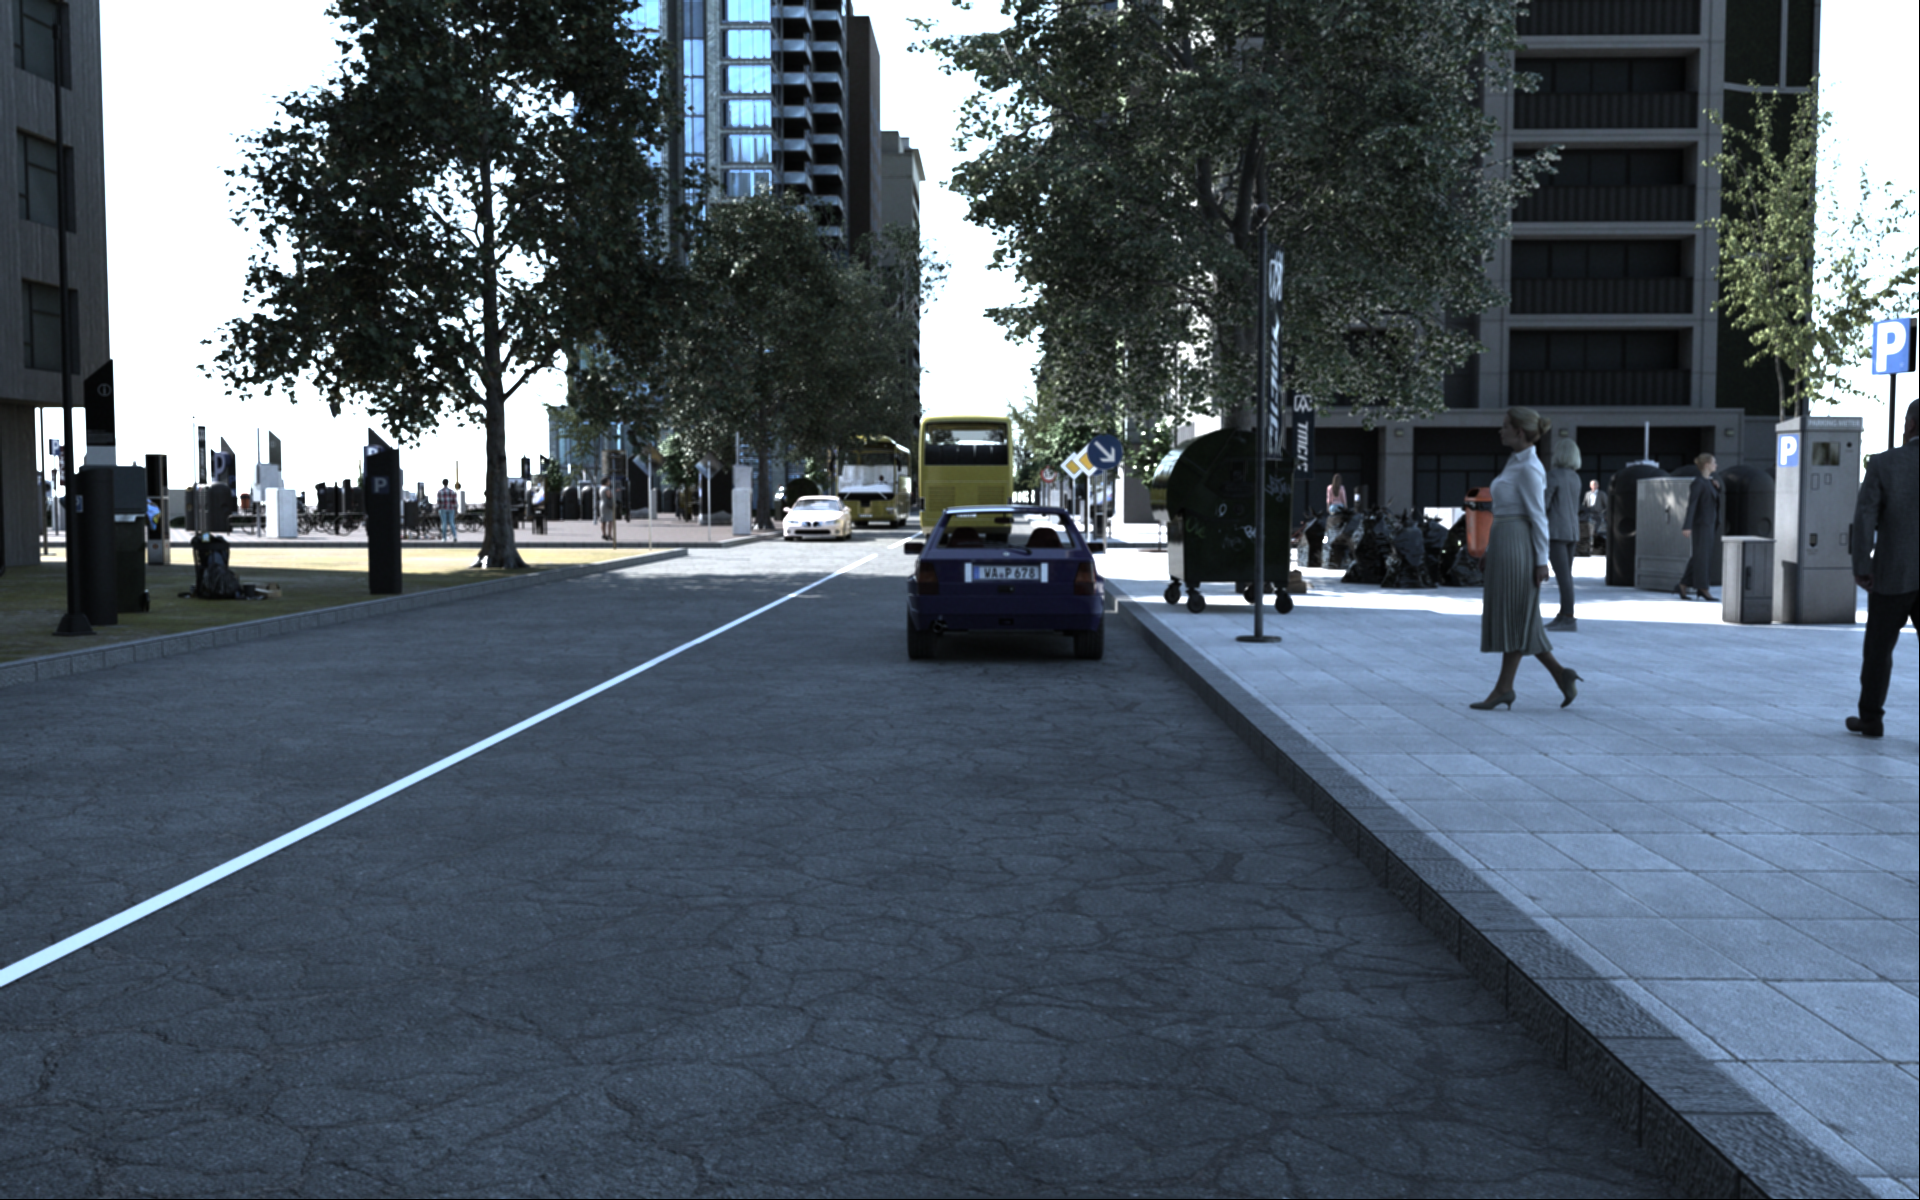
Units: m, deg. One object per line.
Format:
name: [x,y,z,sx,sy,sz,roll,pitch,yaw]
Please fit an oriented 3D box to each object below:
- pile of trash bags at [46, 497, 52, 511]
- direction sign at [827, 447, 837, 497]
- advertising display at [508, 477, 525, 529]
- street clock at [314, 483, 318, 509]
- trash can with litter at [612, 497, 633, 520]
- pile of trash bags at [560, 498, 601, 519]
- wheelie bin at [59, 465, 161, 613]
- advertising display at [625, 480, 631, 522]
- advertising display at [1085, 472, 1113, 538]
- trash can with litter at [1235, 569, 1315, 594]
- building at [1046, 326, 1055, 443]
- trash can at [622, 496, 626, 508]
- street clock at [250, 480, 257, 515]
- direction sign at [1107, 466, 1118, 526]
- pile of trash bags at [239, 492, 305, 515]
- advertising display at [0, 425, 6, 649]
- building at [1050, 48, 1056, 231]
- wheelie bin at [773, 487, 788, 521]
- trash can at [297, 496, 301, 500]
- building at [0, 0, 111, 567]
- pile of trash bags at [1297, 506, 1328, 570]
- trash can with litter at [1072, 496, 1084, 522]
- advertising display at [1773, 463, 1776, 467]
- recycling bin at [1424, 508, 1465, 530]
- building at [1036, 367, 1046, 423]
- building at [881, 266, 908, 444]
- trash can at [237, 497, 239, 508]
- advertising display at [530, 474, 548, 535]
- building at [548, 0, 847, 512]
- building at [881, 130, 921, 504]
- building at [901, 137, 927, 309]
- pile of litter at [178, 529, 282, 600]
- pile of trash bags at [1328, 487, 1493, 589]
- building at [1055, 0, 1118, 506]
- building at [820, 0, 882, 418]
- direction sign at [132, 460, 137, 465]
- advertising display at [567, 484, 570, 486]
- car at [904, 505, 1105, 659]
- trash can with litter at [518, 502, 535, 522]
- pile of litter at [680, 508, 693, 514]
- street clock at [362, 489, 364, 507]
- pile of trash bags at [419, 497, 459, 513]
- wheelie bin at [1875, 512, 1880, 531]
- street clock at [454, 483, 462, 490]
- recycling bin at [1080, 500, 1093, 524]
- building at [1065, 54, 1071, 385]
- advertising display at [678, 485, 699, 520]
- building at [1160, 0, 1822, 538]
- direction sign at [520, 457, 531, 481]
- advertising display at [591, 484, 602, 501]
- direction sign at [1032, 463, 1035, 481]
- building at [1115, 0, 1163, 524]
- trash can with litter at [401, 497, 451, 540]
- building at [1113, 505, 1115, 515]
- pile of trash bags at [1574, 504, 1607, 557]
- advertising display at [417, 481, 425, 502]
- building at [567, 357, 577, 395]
pile of trash bags: [-54.891,-5.716,103.215,1.912,1.369,3.447,-3,5,-43]
direction sign: [-6.150,-5.603,83.601,0.379,3.537,0.876,-3,5,-40]
advertising display: [-16.553,-3.606,64.169,0.123,1.923,0.974,3,5,40]
street clock: [-43.289,-6.869,116.874,0.471,2.002,0.358,1,4,11]
trash can with litter: [-16.838,-4.581,86.278,1.055,1.170,0.624,0,4,-1]
pile of trash bags: [-21.609,-5.472,99.226,3.447,1.369,1.912,3,4,37]
wheelie bin: [-9.232,-0.668,18.827,0.980,1.594,0.693,-2,4,-28]
advertising display: [-15.115,-4.506,78.887,0.123,1.923,0.974,0,4,-4]
advertising display: [4.033,-2.755,50.250,0.974,1.923,0.123,-2,4,-34]
trash can with litter: [4.011,-0.675,22.416,1.055,1.170,0.624,-1,4,-10]
building: [18.170,-27.704,224.657,14.160,30.474,14.107,0,4,1]
trash can: [-21.375,-6.060,110.741,0.748,1.137,0.748,0,3,0]
street clock: [-36.665,-5.224,89.977,0.358,2.002,0.471,-3,4,-37]
direction sign: [5.992,-4.797,70.421,0.876,3.537,0.379,0,4,7]
pile of trash bags: [-37.925,-5.249,95.567,3.447,1.369,1.912,-1,4,-19]
advertising display: [-8.104,-0.533,13.925,0.123,1.923,0.974,1,4,13]
building: [22.297,-50.843,269.540,20.563,71.187,20.611,0,4,1]
wheelie bin: [-8.444,-4.554,82.373,0.693,1.594,0.980,-3,5,-44]
trash can: [-45.415,-6.541,118.596,0.748,1.137,0.748,0,3,0]
building: [-22.791,-15.651,27.604,14.107,30.474,14.160,0,4,1]
pile of trash bags: [7.663,-1.242,30.062,3.447,1.369,1.912,0,4,-2]
trash can with litter: [5.904,-4.267,80.816,2.233,1.210,1.678,0,4,-1]
advertising display: [16.769,-1.805,34.731,0.123,1.923,0.974,-3,4,-36]
recycling bin: [9.136,-1.203,32.215,0.722,1.027,0.722,-2,4,-34]
building: [24.950,-24.541,246.278,27.650,21.520,28.899,0,4,1]
building: [-13.898,-27.224,216.812,14.160,30.474,14.107,0,4,1]
trash can: [-37.886,-4.800,90.130,0.748,1.137,0.748,0,3,0]
advertising display: [-13.371,-3.048,55.047,0.123,1.923,0.974,-3,5,-40]
building: [-19.271,-50.421,137.053,22.319,86.520,31.000,0,4,1]
building: [-16.469,-37.348,234.334,21.300,48.544,21.600,0,4,1]
building: [-19.771,-40.961,258.948,28.713,52.752,27.495,0,4,1]
pile of litter: [-9.109,-0.468,21.614,1.176,0.858,1.719,-2,4,-30]
pile of trash bags: [6.635,-0.864,23.879,1.912,1.369,3.447,0,4,-8]
building: [20.394,-39.015,179.895,21.231,58.520,28.212,0,4,1]
building: [-14.673,-31.233,160.766,14.600,45.320,14.200,0,4,1]
direction sign: [-54.570,-7.498,114.593,0.379,3.537,0.876,-3,5,-43]
advertising display: [-24.620,-6.339,108.860,0.123,1.923,0.974,-1,4,-8]
car: [0.419,-0.234,16.403,1.945,1.354,3.894,0,4,1]
trash can with litter: [-20.173,-4.213,80.274,1.055,1.170,0.624,1,4,13]
pile of litter: [-17.848,-6.132,114.222,1.176,0.858,1.719,2,4,28]
street clock: [-40.926,-6.981,118.714,0.358,2.002,0.471,-3,5,-42]
pile of trash bags: [-25.299,-4.544,84.049,1.912,1.369,3.447,-2,4,-26]
wheelie bin: [31.947,-3.161,59.588,0.693,1.594,0.980,-2,4,-24]
street clock: [-31.473,-6.361,108.571,0.471,2.002,0.358,2,4,27]
recycling bin: [5.617,-3.766,74.133,0.722,1.027,0.722,-3,4,-38]
building: [16.643,-29.084,159.122,14.154,41.232,14.086,0,4,1]
advertising display: [-13.279,-4.848,84.477,0.974,1.923,0.123,-2,4,-35]
building: [18.009,-37.878,57.563,20.611,71.187,20.563,0,4,1]
direction sign: [-26.793,-7.030,106.935,0.379,3.537,0.876,2,4,29]
advertising display: [-23.109,-6.412,110.056,0.123,1.923,0.974,3,4,38]
direction sign: [5.304,-7.778,119.167,0.876,3.537,0.379,-3,4,-38]
building: [14.198,-24.241,79.931,14.154,41.232,14.086,0,4,1]
trash can with litter: [-15.235,-2.337,49.264,1.678,1.210,2.233,2,4,28]
building: [24.506,-25.533,109.345,32.217,40.220,23.993,0,4,1]
pile of trash bags: [11.995,-1.577,35.536,3.447,1.369,1.912,-3,5,-45]
advertising display: [-27.446,-5.076,88.211,0.123,1.923,0.974,0,4,0]
building: [-23.834,-29.872,180.293,32.217,40.220,23.993,0,4,1]
